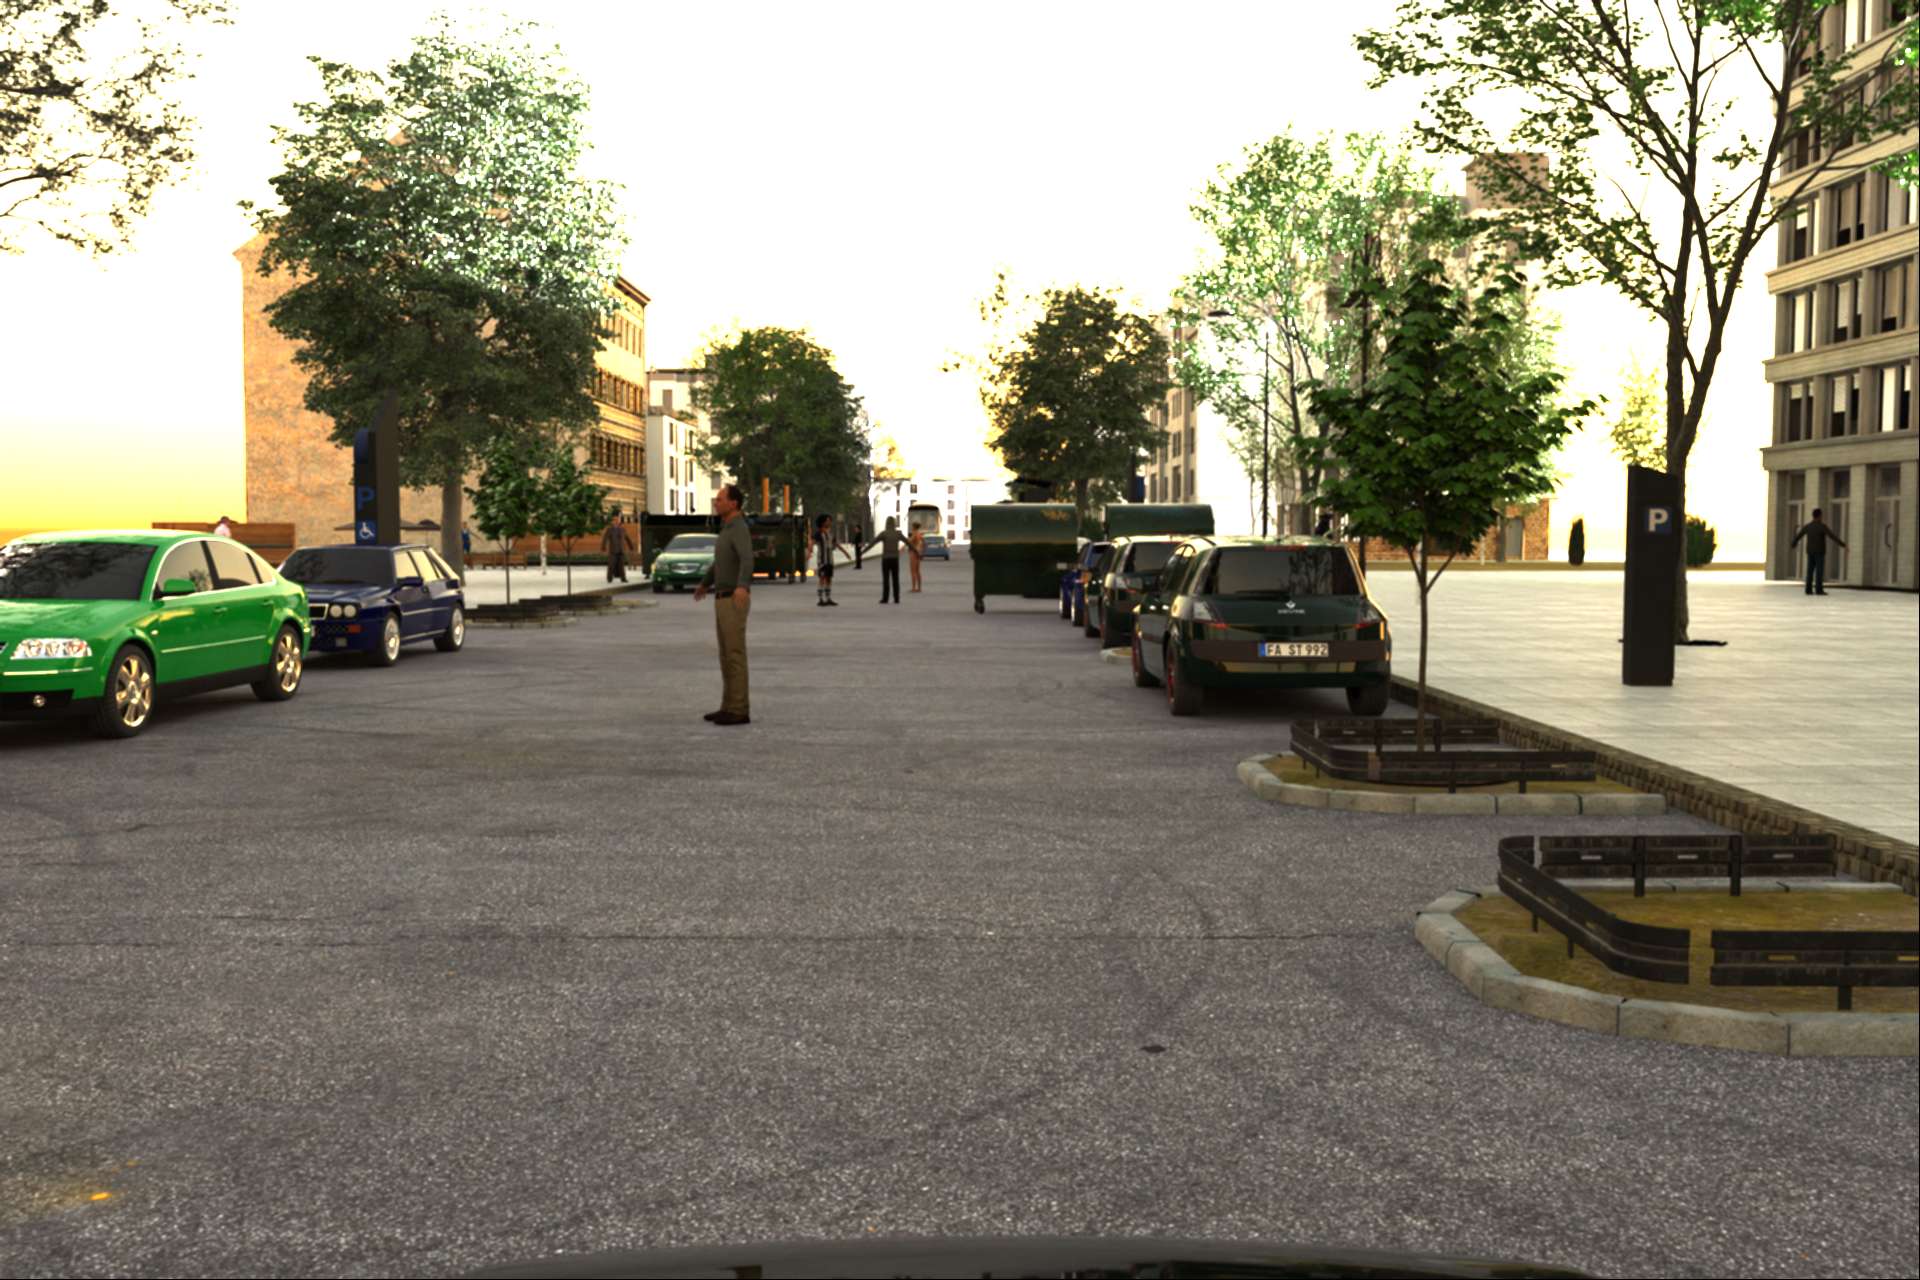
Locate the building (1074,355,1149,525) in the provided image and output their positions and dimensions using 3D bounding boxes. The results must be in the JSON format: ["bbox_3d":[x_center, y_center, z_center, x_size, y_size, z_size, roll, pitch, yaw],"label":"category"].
[{"bbox_3d":[23.572,-23.144,209.331,19.493,23.208,18.063,0,4,1],"label":"building"}]

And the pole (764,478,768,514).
[{"bbox_3d":[-7.098,-4.255,63.410,0.158,3.312,0.155,0,3,0],"label":"pole"}]

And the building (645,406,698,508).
[{"bbox_3d":[-23.743,-11.317,127.181,9.099,9.664,28.070,0,3,0],"label":"building"}]

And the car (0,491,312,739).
[{"bbox_3d":[-6.662,-0.290,13.533,1.959,1.807,4.718,0,4,0],"label":"car"}]

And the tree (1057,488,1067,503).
[{"bbox_3d":[14.908,-19.481,252.932,7.601,10.594,8.767,0,4,3],"label":"tree"}]

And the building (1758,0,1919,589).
[{"bbox_3d":[24.472,-11.556,35.620,8.464,21.280,15.925,0,4,0],"label":"building"}]

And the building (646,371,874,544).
[{"bbox_3d":[-26.084,-23.788,232.903,27.936,21.610,32.646,0,4,-1],"label":"building"}]

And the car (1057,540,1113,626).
[{"bbox_3d":[2.579,-0.955,28.202,1.945,1.354,3.894,0,4,-1],"label":"car"}]

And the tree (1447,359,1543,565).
[{"bbox_3d":[22.051,-7.449,72.148,4.737,8.622,4.395,0,3,0],"label":"tree"}]

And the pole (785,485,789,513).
[{"bbox_3d":[-7.263,-4.822,72.680,0.158,3.312,0.155,0,3,0],"label":"pole"}]

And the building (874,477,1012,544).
[{"bbox_3d":[-3.986,-19.060,256.237,28.070,9.664,9.099,0,4,1],"label":"building"}]

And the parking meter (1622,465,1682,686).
[{"bbox_3d":[5.860,-0.548,14.666,0.399,1.863,0.255,0,4,0],"label":"parking meter"}]

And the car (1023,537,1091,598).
[{"bbox_3d":[2.309,-1.702,40.182,2.083,1.381,4.827,0,4,-1],"label":"car"}]

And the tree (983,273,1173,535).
[{"bbox_3d":[5.872,-10.941,85.547,9.857,13.997,8.962,0,3,0],"label":"tree"}]

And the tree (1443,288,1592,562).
[{"bbox_3d":[24.963,-9.882,79.697,7.486,12.596,7.792,0,3,0],"label":"tree"}]

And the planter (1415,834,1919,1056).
[{"bbox_3d":[2.600,0.942,5.740,1.991,0.319,1.994,0,4,1],"label":"planter"}]

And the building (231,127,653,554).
[{"bbox_3d":[-29.434,-16.600,102.346,19.493,23.208,18.063,0,4,0],"label":"building"}]

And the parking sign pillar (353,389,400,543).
[{"bbox_3d":[-10.619,-2.635,31.558,1.447,3.967,1.447,0,4,-1],"label":"parking sign pillar"}]

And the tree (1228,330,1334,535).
[{"bbox_3d":[11.910,-6.846,62.288,4.360,8.622,3.978,0,3,0],"label":"tree"}]

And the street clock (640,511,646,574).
[{"bbox_3d":[-10.038,-3.100,55.254,0.358,2.002,0.471,0,4,1],"label":"street clock"}]

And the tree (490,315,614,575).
[{"bbox_3d":[-13.106,-6.327,53.814,4.360,8.622,3.978,0,3,0],"label":"tree"}]

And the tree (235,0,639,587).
[{"bbox_3d":[-12.452,-8.272,41.904,9.857,13.997,8.962,0,3,0],"label":"tree"}]

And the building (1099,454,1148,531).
[{"bbox_3d":[20.416,-14.951,186.602,9.099,9.664,28.070,0,4,0],"label":"building"}]

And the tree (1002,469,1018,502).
[{"bbox_3d":[5.590,-12.686,157.776,4.360,8.622,3.978,0,3,0],"label":"tree"}]

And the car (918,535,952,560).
[{"bbox_3d":[-1.469,-5.110,95.550,2.014,1.417,4.499,0,4,0],"label":"car"}]

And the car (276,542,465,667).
[{"bbox_3d":[-6.980,-0.446,19.876,1.945,1.354,3.894,0,4,0],"label":"car"}]

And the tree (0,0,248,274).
[{"bbox_3d":[-12.554,-6.528,17.109,12.009,13.543,11.850,0,3,0],"label":"tree"}]

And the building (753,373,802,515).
[{"bbox_3d":[-24.435,-20.974,199.342,16.016,20.090,11.380,0,4,1],"label":"building"}]

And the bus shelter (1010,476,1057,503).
[{"bbox_3d":[3.106,-5.014,73.263,1.731,3.624,6.357,0,4,-1],"label":"bus shelter"}]

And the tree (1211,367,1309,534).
[{"bbox_3d":[12.725,-7.698,76.228,4.360,8.622,3.978,0,3,0],"label":"tree"}]

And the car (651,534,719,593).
[{"bbox_3d":[-6.587,-1.959,43.830,2.131,1.459,4.920,0,4,0],"label":"car"}]

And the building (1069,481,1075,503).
[{"bbox_3d":[24.329,-24.420,230.188,19.493,23.208,18.063,0,4,0],"label":"building"}]

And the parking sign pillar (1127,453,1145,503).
[{"bbox_3d":[5.933,-4.290,58.619,1.447,3.967,1.447,0,4,0],"label":"parking sign pillar"}]

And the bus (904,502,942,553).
[{"bbox_3d":[-2.748,-8.860,136.412,2.896,3.916,12.252,0,4,0],"label":"bus"}]

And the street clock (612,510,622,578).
[{"bbox_3d":[-10.036,-2.821,50.693,0.358,2.002,0.471,0,4,0],"label":"street clock"}]

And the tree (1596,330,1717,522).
[{"bbox_3d":[24.648,-6.825,61.948,4.737,8.622,4.395,0,3,0],"label":"tree"}]

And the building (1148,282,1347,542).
[{"bbox_3d":[24.181,-16.134,130.243,16.747,18.905,31.486,0,4,0],"label":"building"}]

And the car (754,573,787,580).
[{"bbox_3d":[-6.580,-2.854,55.453,1.959,1.807,4.718,0,4,1],"label":"car"}]

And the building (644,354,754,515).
[{"bbox_3d":[-28.270,-19.957,182.722,16.016,20.090,11.380,0,4,0],"label":"building"}]

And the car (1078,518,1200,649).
[{"bbox_3d":[2.595,-0.799,22.854,2.009,1.686,4.222,0,4,-1],"label":"car"}]

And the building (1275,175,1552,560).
[{"bbox_3d":[23.213,-14.770,97.904,16.016,20.090,11.380,0,4,0],"label":"building"}]

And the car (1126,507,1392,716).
[{"bbox_3d":[2.501,-0.323,15.067,2.009,1.686,4.222,0,4,0],"label":"car"}]
